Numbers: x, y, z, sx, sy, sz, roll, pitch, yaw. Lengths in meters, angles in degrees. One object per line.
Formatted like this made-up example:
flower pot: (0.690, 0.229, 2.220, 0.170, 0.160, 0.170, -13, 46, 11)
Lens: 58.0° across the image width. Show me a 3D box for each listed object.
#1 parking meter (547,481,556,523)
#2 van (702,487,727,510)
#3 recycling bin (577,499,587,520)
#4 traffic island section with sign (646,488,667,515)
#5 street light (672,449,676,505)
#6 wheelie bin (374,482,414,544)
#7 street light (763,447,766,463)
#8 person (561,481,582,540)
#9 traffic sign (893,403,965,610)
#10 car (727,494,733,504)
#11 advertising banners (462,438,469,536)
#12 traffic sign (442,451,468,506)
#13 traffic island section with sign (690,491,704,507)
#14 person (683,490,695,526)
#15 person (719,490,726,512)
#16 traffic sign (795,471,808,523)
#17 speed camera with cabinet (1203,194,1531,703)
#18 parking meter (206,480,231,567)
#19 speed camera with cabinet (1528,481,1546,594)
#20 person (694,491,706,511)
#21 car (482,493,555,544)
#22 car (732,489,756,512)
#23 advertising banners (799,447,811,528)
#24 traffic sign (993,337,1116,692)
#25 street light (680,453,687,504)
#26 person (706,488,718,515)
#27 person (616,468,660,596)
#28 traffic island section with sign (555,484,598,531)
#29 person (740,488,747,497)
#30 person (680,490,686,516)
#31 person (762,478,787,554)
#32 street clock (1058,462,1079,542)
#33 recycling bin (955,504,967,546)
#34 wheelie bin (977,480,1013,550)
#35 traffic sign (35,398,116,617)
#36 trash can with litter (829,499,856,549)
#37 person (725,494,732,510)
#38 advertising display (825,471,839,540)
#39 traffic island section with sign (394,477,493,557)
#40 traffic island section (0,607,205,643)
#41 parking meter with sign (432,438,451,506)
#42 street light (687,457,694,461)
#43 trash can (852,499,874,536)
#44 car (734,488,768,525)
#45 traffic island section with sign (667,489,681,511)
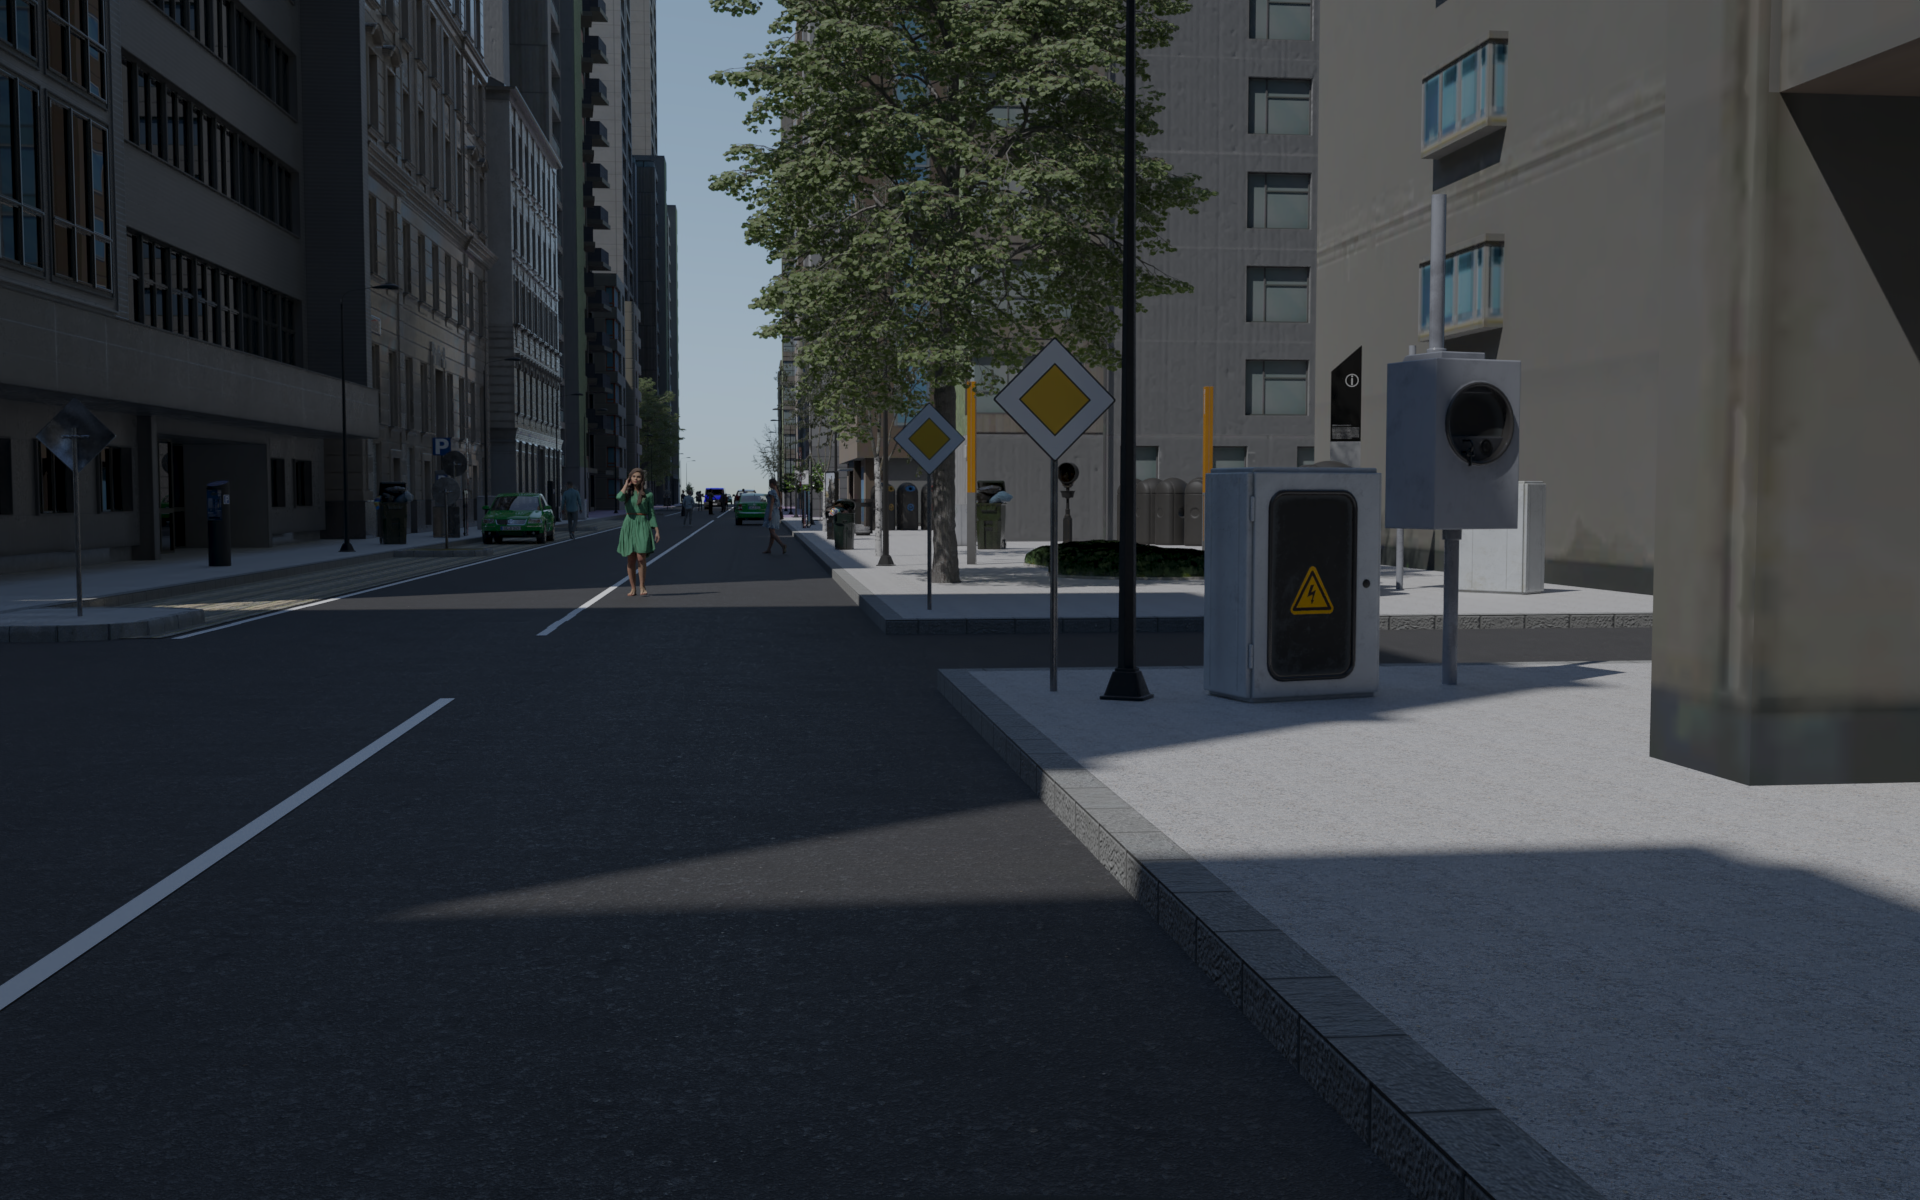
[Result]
parking meter: (-18.051, -4.332, 76.547, 0.255, 1.863, 0.399, 1, 4, 10)
van: (-22.429, -9.440, 158.727, 2.240, 2.365, 5.245, 0, 4, -5)
recycling bin: (-19.140, -4.552, 86.980, 0.722, 1.027, 0.722, 0, 4, -6)
traffic island section with sign: (-21.125, -6.660, 117.514, 1.989, 1.847, 2.006, 0, 4, -7)
street light: (-29.575, -12.464, 176.326, 1.470, 5.913, 1.316, 0, 4, -7)
wheelie bin: (-14.450, -2.224, 44.270, 0.980, 1.594, 0.693, -2, 4, -27)
street light: (-15.986, -10.790, 148.949, 1.470, 5.913, 1.316, 0, 4, -7)
person: (-12.326, -2.840, 54.796, 0.638, 1.841, 0.748, 0, 4, 7)
traffic sign: (-0.341, -0.948, 19.135, 0.795, 2.450, 0.064, 0, 4, -7)
car: (-33.011, -14.408, 244.365, 1.959, 1.807, 4.718, -1, 4, -8)
advertising banners: (-15.269, -3.508, 53.551, 0.090, 3.025, 2.074, -1, 4, -12)
traffic sign: (-14.859, -3.108, 50.929, 0.768, 2.556, 0.104, 0, 4, 1)
traffic island section with sign: (-34.029, -13.272, 225.624, 1.989, 1.847, 2.006, 0, 4, -7)
person: (-12.000, -4.059, 76.679, 0.589, 1.601, 0.330, 1, 4, 12)
person: (-18.690, -7.785, 136.344, 0.434, 1.755, 0.990, -2, 4, -35)
traffic sign: (-6.949, -4.530, 76.187, 0.606, 2.300, 0.079, 0, 4, 2)
speed camera with cabinet: (2.598, -1.026, 11.114, 2.038, 3.252, 0.660, -1, 4, -22)
parking meter: (-13.164, -1.367, 30.761, 0.372, 1.533, 0.369, 0, 3, 0)
speed camera with cabinet: (6.645, -1.741, 22.800, 2.038, 3.252, 0.660, 3, 5, 45)
person: (-22.150, -8.465, 147.610, 1.217, 1.736, 0.721, -1, 4, -13)
car: (-12.940, -2.571, 50.837, 1.959, 1.807, 4.718, -1, 4, -8)
car: (-17.226, -8.017, 139.745, 2.281, 1.827, 5.304, 0, 4, -7)
advertising banners: (-5.844, -4.211, 65.043, 0.090, 3.025, 2.074, 0, 4, 7)
traffic sign: (0.606, -0.463, 11.206, 0.795, 2.450, 0.064, 0, 4, -7)
street light: (-32.118, -13.729, 197.002, 1.470, 5.913, 1.316, 0, 4, -7)
person: (-17.379, -6.879, 120.975, 1.348, 1.823, 0.705, 3, 5, 44)
person: (-4.523, -0.952, 24.309, 0.600, 1.795, 0.529, -1, 4, -15)
traffic island section with sign: (-15.089, -3.574, 67.060, 1.989, 1.847, 2.006, 0, 4, -7)
person: (-15.902, -7.236, 126.680, 0.599, 1.838, 0.709, 1, 4, 15)
person: (-17.711, -6.275, 111.907, 0.742, 1.727, 0.445, 0, 4, 7)
person: (-4.400, -2.001, 41.316, 0.778, 1.811, 0.616, 2, 4, 35)
street clock: (2.469, -2.149, 39.705, 0.471, 2.002, 0.358, 1, 4, 23)
recycling bin: (-0.044, -1.855, 42.887, 0.722, 1.027, 0.722, -1, 4, -13)
wheelie bin: (0.741, -1.971, 40.138, 0.980, 1.594, 0.693, 1, 4, 13)
traffic sign: (-9.225, -0.884, 18.098, 0.795, 2.450, 0.064, 0, 4, -7)
trash can with litter: (-2.751, -1.758, 40.137, 0.624, 1.170, 1.055, -1, 4, -9)
person: (-20.741, -8.685, 153.763, 1.065, 1.426, 0.557, 0, 4, 1)
advertising display: (-3.591, -2.652, 48.575, 0.123, 1.923, 0.974, -1, 4, -20)
traffic island section with sign: (-11.865, -1.915, 39.932, 1.989, 1.847, 2.006, 0, 4, -7)
traffic island section: (-9.247, 0.252, 18.157, 2.009, 0.180, 2.903, 0, 4, -7)
parking meter with sign: (-15.788, -3.455, 52.743, 0.543, 3.016, 1.738, -1, 4, -15)
street light: (-34.540, -14.994, 217.685, 1.470, 5.913, 1.316, 0, 4, -7)
trash can: (-2.993, -2.555, 53.433, 0.748, 1.137, 0.748, 0, 3, 0)
car: (-9.611, -4.430, 81.227, 1.959, 1.807, 4.718, 0, 4, -6)
traffic island section with sign: (-24.316, -8.297, 144.280, 1.989, 1.847, 2.006, 0, 4, -7)
